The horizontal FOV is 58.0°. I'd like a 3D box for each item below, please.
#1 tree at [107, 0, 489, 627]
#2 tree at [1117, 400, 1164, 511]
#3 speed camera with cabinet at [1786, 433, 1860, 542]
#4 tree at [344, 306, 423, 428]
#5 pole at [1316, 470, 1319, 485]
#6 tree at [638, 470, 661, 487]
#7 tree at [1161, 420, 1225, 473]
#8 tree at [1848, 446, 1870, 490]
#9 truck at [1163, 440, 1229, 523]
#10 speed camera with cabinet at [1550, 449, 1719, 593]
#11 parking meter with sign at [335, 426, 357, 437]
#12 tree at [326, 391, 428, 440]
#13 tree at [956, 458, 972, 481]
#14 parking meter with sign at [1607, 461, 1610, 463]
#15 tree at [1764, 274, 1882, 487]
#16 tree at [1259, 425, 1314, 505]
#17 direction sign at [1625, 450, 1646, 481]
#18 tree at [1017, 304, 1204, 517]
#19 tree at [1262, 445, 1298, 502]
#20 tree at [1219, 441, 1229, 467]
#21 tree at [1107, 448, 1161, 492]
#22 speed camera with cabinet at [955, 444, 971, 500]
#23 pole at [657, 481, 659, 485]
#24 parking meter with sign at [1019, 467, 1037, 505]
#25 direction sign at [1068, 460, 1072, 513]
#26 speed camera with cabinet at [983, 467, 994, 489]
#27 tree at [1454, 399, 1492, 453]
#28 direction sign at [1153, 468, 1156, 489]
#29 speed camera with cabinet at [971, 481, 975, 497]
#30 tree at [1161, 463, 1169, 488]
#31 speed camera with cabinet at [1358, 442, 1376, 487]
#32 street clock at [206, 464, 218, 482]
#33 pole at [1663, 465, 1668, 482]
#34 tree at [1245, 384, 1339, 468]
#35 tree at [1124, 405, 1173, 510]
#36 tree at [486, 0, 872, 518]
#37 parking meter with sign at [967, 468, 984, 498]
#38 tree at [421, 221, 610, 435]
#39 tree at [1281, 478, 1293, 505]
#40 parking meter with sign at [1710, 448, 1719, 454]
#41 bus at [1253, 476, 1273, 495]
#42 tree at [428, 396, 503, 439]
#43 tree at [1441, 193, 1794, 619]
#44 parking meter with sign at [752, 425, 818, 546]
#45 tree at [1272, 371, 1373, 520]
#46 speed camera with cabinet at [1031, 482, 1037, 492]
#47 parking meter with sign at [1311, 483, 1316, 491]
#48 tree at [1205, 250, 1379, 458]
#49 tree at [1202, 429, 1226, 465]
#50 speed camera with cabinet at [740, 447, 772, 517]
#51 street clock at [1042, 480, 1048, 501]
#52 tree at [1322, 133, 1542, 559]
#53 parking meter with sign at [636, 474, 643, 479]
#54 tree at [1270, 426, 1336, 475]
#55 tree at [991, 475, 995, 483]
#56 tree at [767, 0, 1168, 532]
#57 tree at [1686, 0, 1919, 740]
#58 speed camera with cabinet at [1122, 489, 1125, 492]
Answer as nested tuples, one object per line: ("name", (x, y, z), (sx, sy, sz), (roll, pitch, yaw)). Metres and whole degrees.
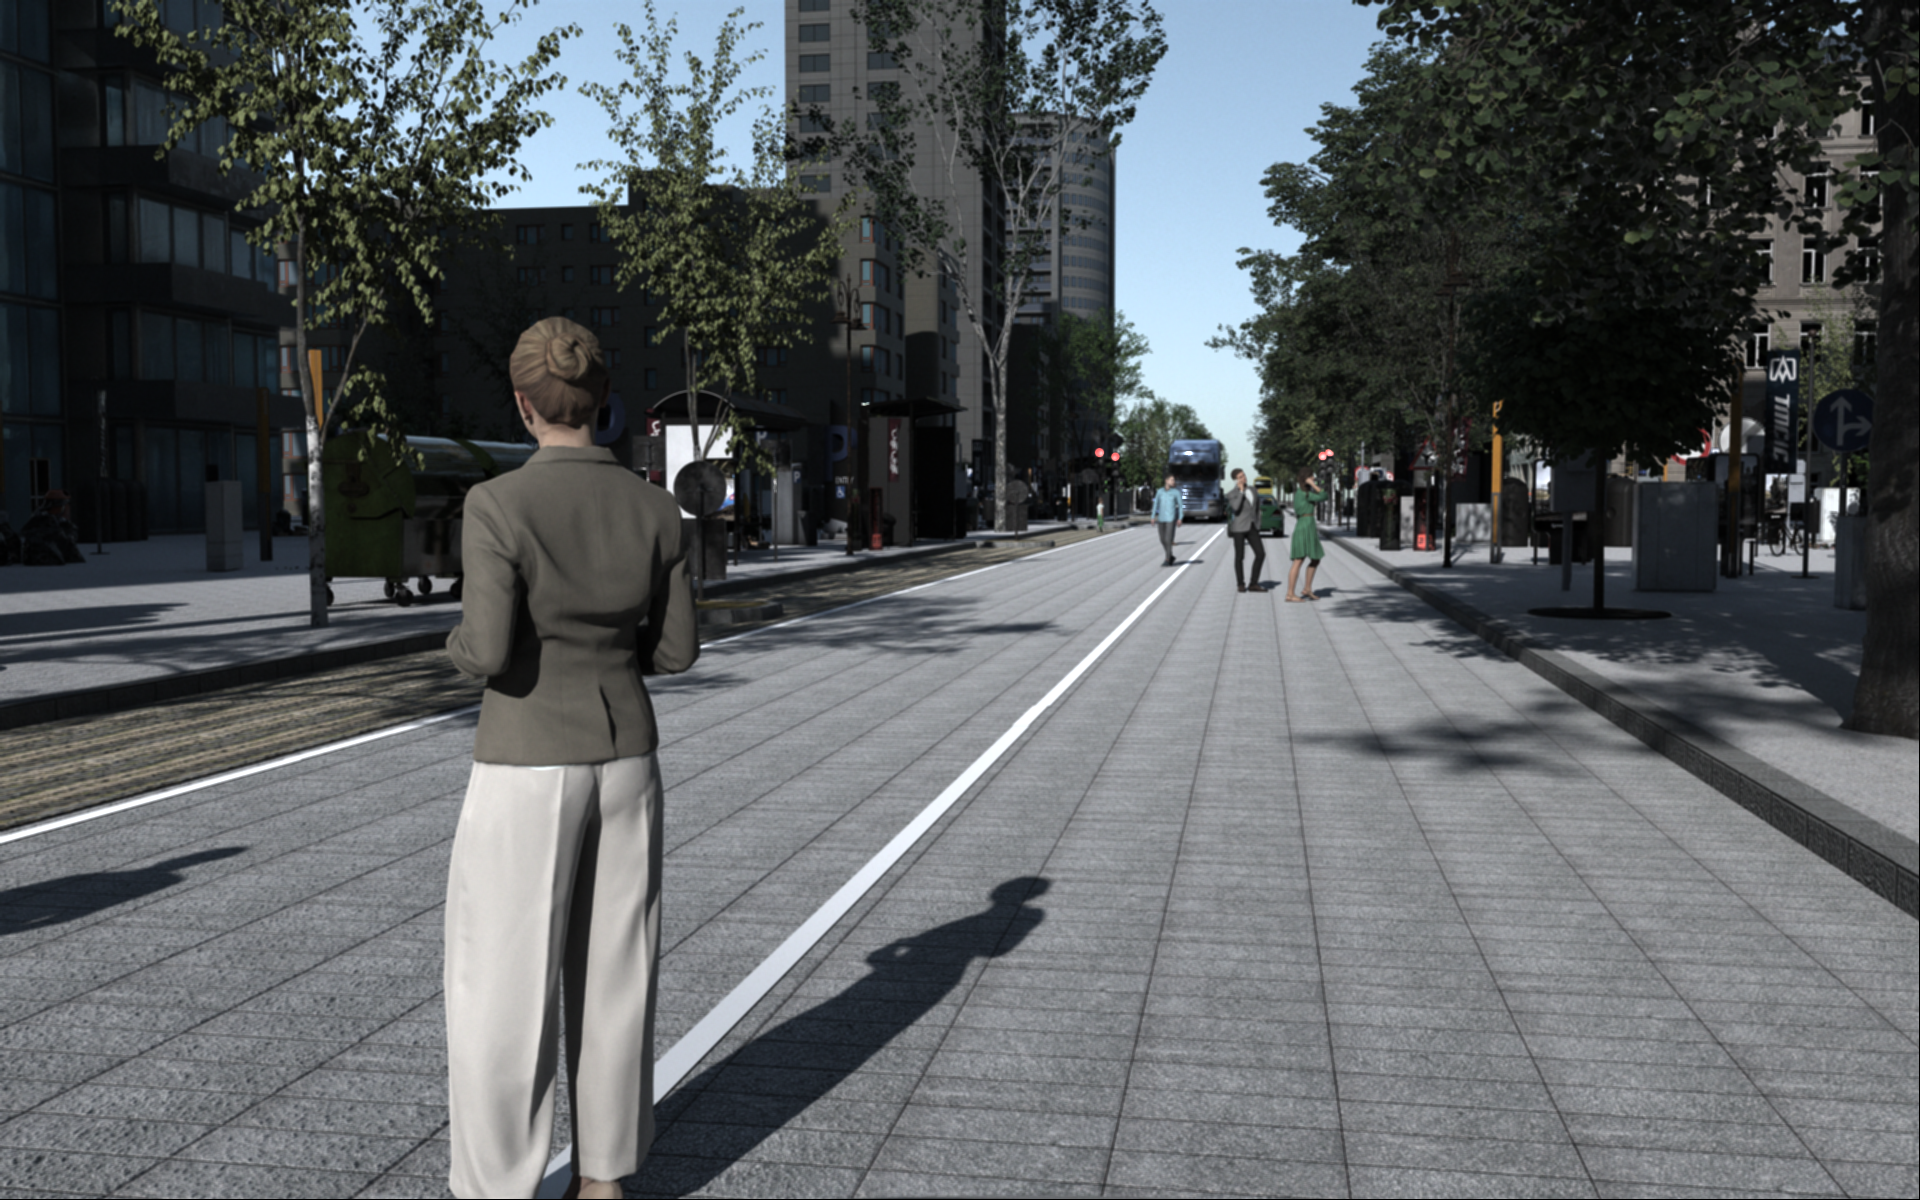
("tree", (-5.960, -4.046, 16.518), (4.737, 8.622, 4.395), (0, 3, 0))
("tree", (13.484, -11.169, 132.976), (4.360, 8.622, 3.978), (0, 3, 0))
("speed camera with cabinet", (23.143, -3.206, 46.762), (2.038, 3.252, 0.660), (0, 4, 1))
("tree", (-21.663, -7.140, 67.103), (4.360, 8.622, 3.978), (0, 3, 0))
("pole", (24.104, -7.512, 116.670), (0.158, 3.312, 0.155), (0, 3, 0))
("tree", (-16.965, -6.025, 93.115), (1.663, 3.219, 1.824), (0, 3, 0))
("tree", (27.731, -16.913, 210.933), (8.767, 10.594, 7.601), (-2, 4, -26))
("tree", (23.048, -2.985, 43.413), (1.663, 3.219, 1.824), (0, 3, 0))
("truck", (12.729, -6.215, 91.372), (2.967, 4.110, 18.799), (1, 4, 10))
("speed camera with cabinet", (8.915, -1.749, 22.931), (2.038, 3.252, 0.660), (1, 4, 14))
("parking meter with sign", (-15.680, -2.885, 43.430), (0.543, 3.016, 1.738), (0, 4, 2))
("tree", (-17.405, -4.151, 51.590), (4.285, 4.588, 4.351), (0, 3, 0))
("tree", (0.336, -10.426, 154.173), (4.285, 4.588, 4.351), (0, 3, 0))
("parking meter with sign", (23.904, -4.244, 65.654), (1.738, 3.016, 0.543), (-3, 5, -39))
("tree", (28.548, -6.476, 56.252), (4.737, 8.622, 4.395), (0, 3, 0))
("tree", (37.396, -16.914, 194.664), (7.486, 12.596, 7.792), (0, 3, 0))
("direction sign", (29.253, -5.078, 75.015), (0.876, 3.537, 0.379), (2, 4, 29))
("tree", (6.949, -10.420, 96.121), (9.928, 11.665, 9.643), (0, 3, 0))
("tree", (51.930, -21.466, 276.727), (9.928, 11.665, 9.643), (0, 3, 0))
("tree", (22.437, -15.867, 185.184), (9.928, 11.665, 9.643), (0, 3, 0))
("tree", (11.717, -8.478, 122.329), (4.285, 4.588, 4.351), (0, 3, 0))
("speed camera with cabinet", (-0.502, -4.525, 68.326), (0.660, 3.252, 2.038), (-2, 4, -32))
("pole", (-16.889, -6.282, 96.558), (0.158, 3.312, 0.155), (0, 3, 0))
("parking meter with sign", (4.052, -7.034, 111.268), (1.738, 3.016, 0.543), (2, 4, 34))
("direction sign", (7.390, -7.533, 115.166), (0.379, 3.537, 0.876), (2, 4, 32))
("speed camera with cabinet", (2.658, -8.066, 126.221), (2.038, 3.252, 0.660), (-2, 4, -26))
("tree", (29.118, -8.816, 94.507), (4.737, 8.622, 4.395), (0, 3, 0))
("direction sign", (17.241, -9.876, 153.467), (0.379, 3.537, 0.876), (0, 4, -7))
("speed camera with cabinet", (0.453, -7.327, 114.129), (0.660, 3.252, 2.038), (1, 4, 14))
("tree", (17.876, -10.704, 158.726), (4.285, 4.588, 4.351), (0, 3, 0))
("speed camera with cabinet", (15.366, -4.307, 64.749), (0.660, 3.252, 2.038), (0, 4, 2))
("street clock", (-18.205, -2.302, 42.201), (0.358, 2.002, 0.471), (-2, 4, -31))
("pole", (32.019, -5.189, 78.684), (0.158, 3.312, 0.155), (0, 3, 0))
("tree", (31.314, -15.168, 158.360), (12.009, 13.543, 11.850), (0, 3, 0))
("tree", (15.657, -11.723, 142.027), (4.737, 8.622, 4.395), (0, 3, 0))
("tree", (-3.809, -4.658, 26.525), (4.737, 8.622, 4.395), (0, 3, 0))
("parking meter with sign", (1.280, -7.428, 117.708), (0.543, 3.016, 1.738), (3, 5, 44))
("tree", (-11.854, -5.921, 47.179), (4.360, 8.622, 3.978), (0, 3, 0))
("tree", (48.695, -16.041, 256.868), (1.663, 3.219, 1.824), (0, 3, 0))
("parking meter with sign", (29.468, -4.276, 66.174), (1.738, 3.016, 0.543), (-2, 4, -25))
("bus", (42.159, -15.257, 241.002), (2.896, 3.916, 12.252), (1, 4, 10))
("tree", (-10.014, -2.431, 34.344), (1.663, 3.219, 1.824), (0, 3, 0))
("tree", (6.870, -2.112, 18.251), (4.285, 4.588, 4.351), (0, 3, 0))
("parking meter with sign", (-4.344, -2.877, 43.300), (1.738, 3.016, 0.543), (2, 4, 33))
("tree", (19.847, -8.786, 94.007), (4.737, 8.622, 4.395), (0, 3, 0))
("speed camera with cabinet", (5.584, -9.103, 143.161), (0.660, 3.252, 2.038), (-3, 4, -38))
("parking meter with sign", (24.990, -7.704, 122.220), (1.738, 3.016, 0.543), (-2, 4, -23))
("tree", (25.758, -17.059, 134.809), (12.611, 20.169, 13.585), (0, 3, 0))
("tree", (42.042, -23.247, 298.206), (7.486, 12.596, 7.792), (0, 3, 0))
("speed camera with cabinet", (-8.539, -4.813, 73.023), (2.038, 3.252, 0.660), (-1, 4, -13))
("street clock", (4.431, -5.244, 90.307), (0.358, 2.002, 0.471), (1, 4, 14))
("tree", (9.445, -5.129, 34.223), (4.360, 8.622, 3.978), (0, 3, 0))
("parking meter with sign", (-12.406, -4.255, 65.837), (0.543, 3.016, 1.738), (3, 5, 43))
("tree", (35.267, -14.793, 176.275), (7.601, 10.594, 8.767), (-2, 4, -34))
("tree", (3.030, -9.507, 150.039), (1.663, 3.219, 1.824), (0, 3, 0))
("tree", (0.336, -12.419, 58.946), (12.611, 20.169, 13.585), (0, 3, 0))
("tree", (5.250, -6.251, 8.860), (9.857, 13.997, 8.962), (0, 3, 0))
("speed camera with cabinet", (11.341, -8.178, 128.041), (2.038, 3.252, 0.660), (-2, 4, -33))
